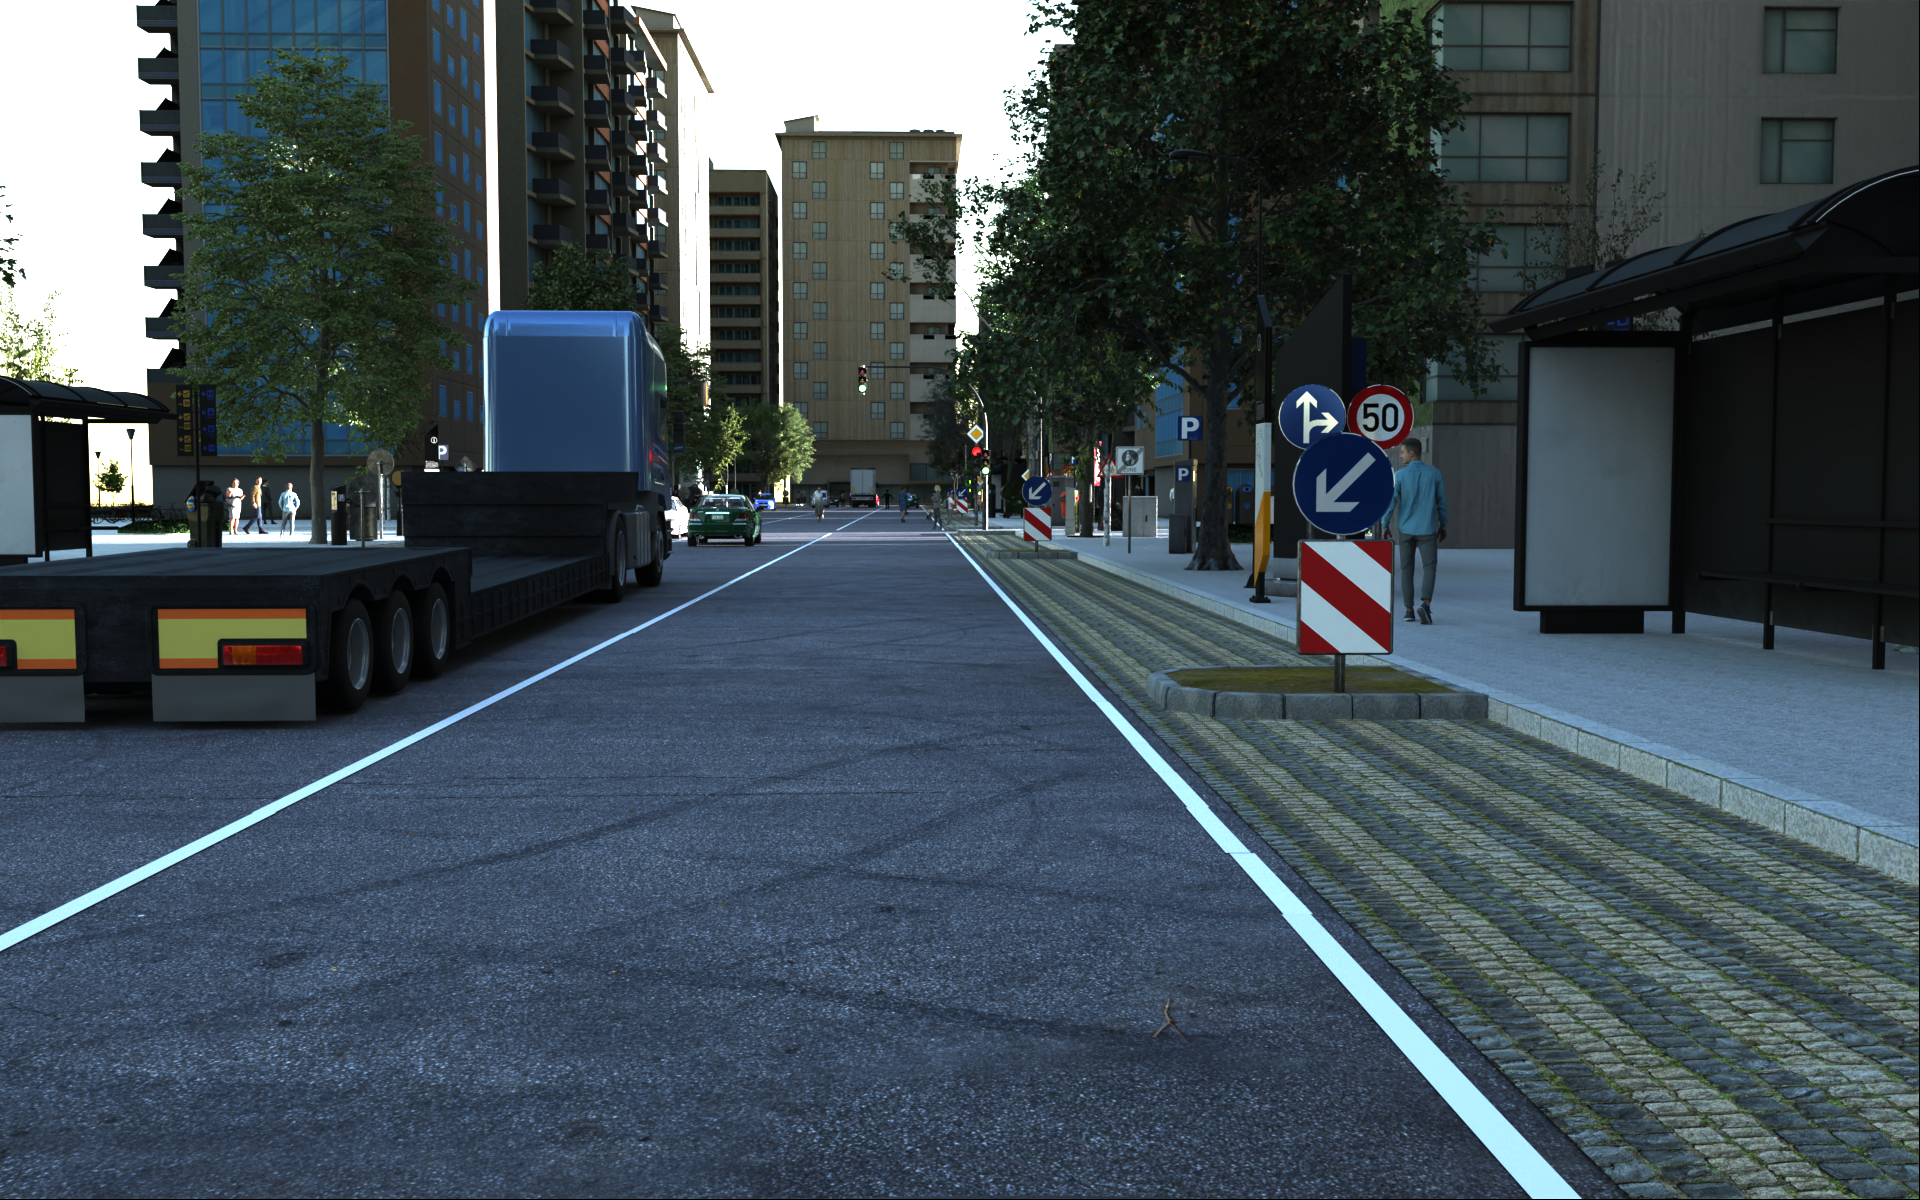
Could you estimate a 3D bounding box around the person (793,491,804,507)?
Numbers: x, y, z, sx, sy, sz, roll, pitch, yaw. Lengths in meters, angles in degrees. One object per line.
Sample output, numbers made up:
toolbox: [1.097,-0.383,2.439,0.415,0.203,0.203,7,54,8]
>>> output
person: [-17.603,-10.982,188.757,1.217,1.736,0.721,0,4,-3]

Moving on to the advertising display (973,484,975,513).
advertising display: [1.026,-6.698,114.721,0.123,1.923,0.974,-1,4,-12]

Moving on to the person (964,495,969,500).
person: [0.417,-9.357,159.584,0.990,1.755,0.434,2,4,31]

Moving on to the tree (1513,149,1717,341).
tree: [14.139,-5.363,38.052,4.360,8.622,3.978,0,3,0]

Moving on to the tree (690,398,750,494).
tree: [-18.942,-11.507,138.503,4.737,8.622,4.395,0,3,0]

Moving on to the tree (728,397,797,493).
tree: [-20.983,-15.876,185.321,9.928,11.665,9.643,0,3,0]

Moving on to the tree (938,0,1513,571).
tree: [4.434,-6.852,29.045,9.611,12.733,9.660,0,3,0]

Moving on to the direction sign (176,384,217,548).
direction sign: [-15.785,-2.683,35.866,0.876,3.537,0.379,1,4,9]

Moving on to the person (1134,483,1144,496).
person: [9.987,-5.597,96.912,0.474,1.900,0.648,1,4,18]

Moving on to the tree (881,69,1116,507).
tree: [2.570,-13.725,80.297,12.611,20.169,13.585,0,3,0]

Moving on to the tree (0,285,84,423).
tree: [-31.544,-6.610,58.439,4.737,8.622,4.395,0,3,0]

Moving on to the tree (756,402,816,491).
tree: [-21.294,-18.126,214.494,7.486,12.596,7.792,0,3,0]

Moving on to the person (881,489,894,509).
person: [-6.809,-9.404,161.891,1.348,1.869,0.705,-2,4,-23]

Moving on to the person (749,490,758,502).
person: [-20.370,-10.126,172.321,1.217,1.735,0.721,1,4,13]

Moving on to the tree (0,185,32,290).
tree: [-15.847,-6.223,18.754,9.611,12.733,9.660,0,3,0]

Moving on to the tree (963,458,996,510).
tree: [1.676,-9.512,139.238,4.285,4.588,4.351,0,3,0]

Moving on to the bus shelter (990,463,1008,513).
bus shelter: [2.950,-7.490,116.392,2.014,3.302,5.546,0,4,-2]

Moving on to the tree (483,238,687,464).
tree: [-16.941,-9.840,77.889,9.611,12.733,9.660,0,3,0]

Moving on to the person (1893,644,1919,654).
person: [7.803,-0.432,14.111,0.522,1.701,0.512,0,4,-5]

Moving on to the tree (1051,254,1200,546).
tree: [3.773,-5.657,42.850,4.737,8.622,4.395,0,3,0]

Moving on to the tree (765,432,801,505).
tree: [-21.053,-15.635,205.994,4.737,8.622,4.395,0,3,0]

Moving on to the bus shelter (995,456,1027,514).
bus shelter: [3.268,-7.242,109.684,1.731,3.624,6.357,0,4,-2]

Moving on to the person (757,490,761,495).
person: [-24.801,-12.773,214.895,0.705,1.823,1.348,2,4,28]

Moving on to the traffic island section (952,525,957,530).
traffic island section: [0.679,-2.901,69.705,2.009,0.180,2.903,0,4,-2]

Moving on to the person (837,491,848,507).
person: [-12.695,-10.908,187.558,1.217,1.736,0.721,1,4,18]

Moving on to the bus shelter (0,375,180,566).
bus shelter: [-16.476,-2.318,31.823,2.014,3.302,5.546,0,4,-2]

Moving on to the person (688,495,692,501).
person: [-19.230,-6.879,123.191,0.362,1.253,0.373,0,3,0]

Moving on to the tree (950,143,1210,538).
tree: [3.914,-7.654,50.901,9.928,11.665,9.643,0,3,0]

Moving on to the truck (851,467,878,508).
truck: [-10.353,-12.122,187.107,2.839,4.237,11.283,0,4,-1]

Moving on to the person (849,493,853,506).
person: [-12.629,-11.902,202.965,0.709,1.838,0.599,3,5,42]

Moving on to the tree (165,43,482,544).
tree: [-16.094,-7.718,44.311,7.486,12.596,7.792,0,3,0]

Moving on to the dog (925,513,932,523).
dog: [-1.567,-4.125,86.735,0.540,0.507,0.406,2,4,25]

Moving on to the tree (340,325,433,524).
tree: [-24.785,-7.578,74.262,4.737,8.622,4.395,0,3,0]

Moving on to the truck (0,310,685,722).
truck: [-5.529,-1.830,19.683,2.967,4.110,18.799,0,4,-3]

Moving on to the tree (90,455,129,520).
tree: [-41.710,-5.546,85.283,1.663,3.219,1.824,0,3,0]

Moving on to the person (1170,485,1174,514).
person: [10.083,-4.546,80.469,0.679,1.850,0.850,0,4,6]

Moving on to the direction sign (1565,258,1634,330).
direction sign: [6.265,-1.534,17.078,0.379,3.537,0.876,-2,4,-24]

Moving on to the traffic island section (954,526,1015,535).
traffic island section: [0.908,-2.412,61.723,2.009,0.180,2.903,0,4,-2]

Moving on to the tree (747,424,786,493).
tree: [-19.827,-13.828,176.445,4.360,8.622,3.978,0,3,0]

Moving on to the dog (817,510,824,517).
dog: [-8.347,-5.130,103.166,0.406,0.507,0.540,1,4,14]

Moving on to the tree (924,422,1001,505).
tree: [-0.179,-17.016,212.624,7.601,10.594,8.767,-1,4,-15]

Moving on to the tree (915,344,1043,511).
tree: [1.385,-13.407,129.572,12.009,13.543,11.850,0,3,0]

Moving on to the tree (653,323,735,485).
tree: [-18.889,-12.059,115.293,7.486,12.596,7.792,0,3,0]

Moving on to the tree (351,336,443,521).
tree: [-26.657,-8.005,81.249,4.360,8.622,3.978,0,3,0]

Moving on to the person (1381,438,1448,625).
person: [4.522,-0.695,17.269,0.638,1.841,0.748,1,4,20]

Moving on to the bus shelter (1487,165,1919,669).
bus shelter: [5.969,-1.190,13.380,2.014,3.302,5.546,0,4,-2]
